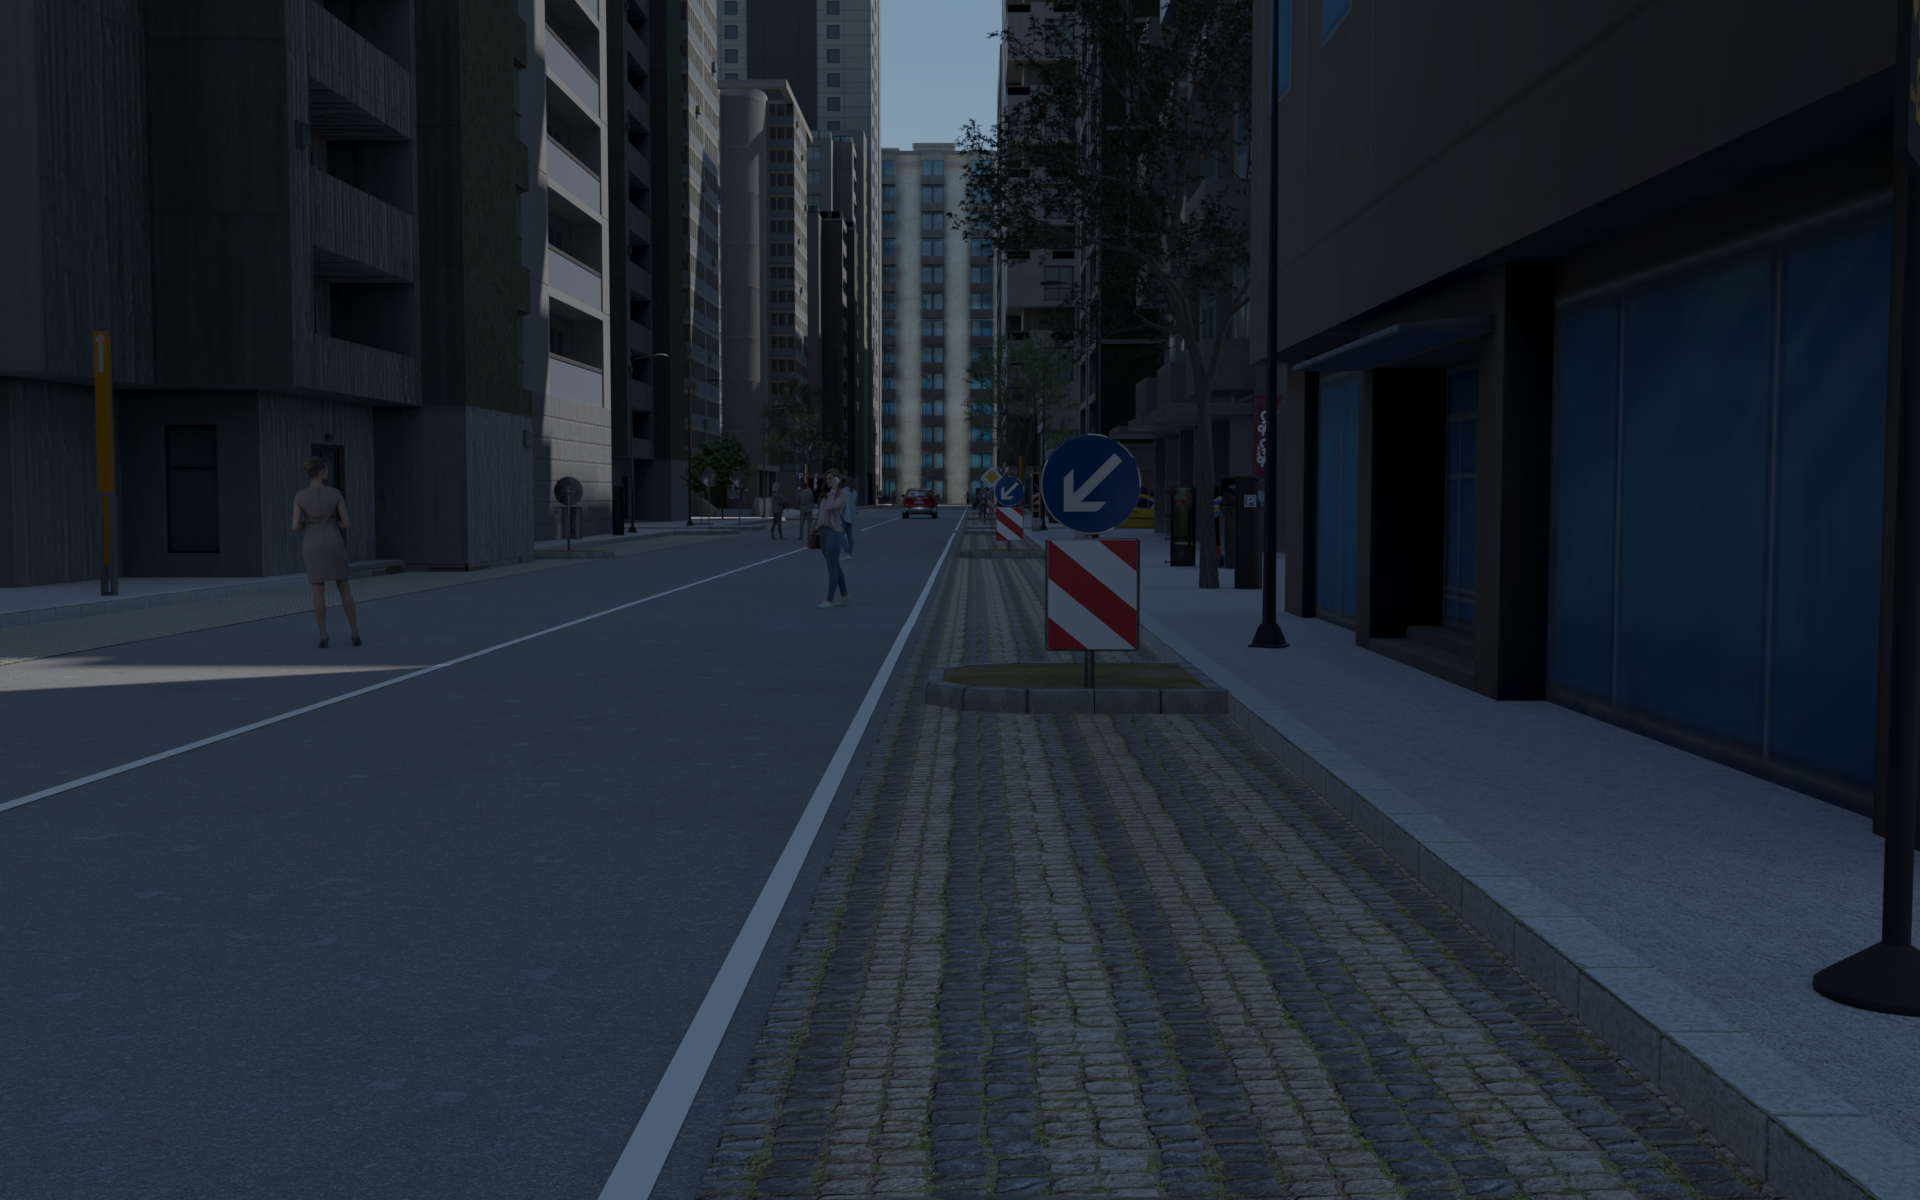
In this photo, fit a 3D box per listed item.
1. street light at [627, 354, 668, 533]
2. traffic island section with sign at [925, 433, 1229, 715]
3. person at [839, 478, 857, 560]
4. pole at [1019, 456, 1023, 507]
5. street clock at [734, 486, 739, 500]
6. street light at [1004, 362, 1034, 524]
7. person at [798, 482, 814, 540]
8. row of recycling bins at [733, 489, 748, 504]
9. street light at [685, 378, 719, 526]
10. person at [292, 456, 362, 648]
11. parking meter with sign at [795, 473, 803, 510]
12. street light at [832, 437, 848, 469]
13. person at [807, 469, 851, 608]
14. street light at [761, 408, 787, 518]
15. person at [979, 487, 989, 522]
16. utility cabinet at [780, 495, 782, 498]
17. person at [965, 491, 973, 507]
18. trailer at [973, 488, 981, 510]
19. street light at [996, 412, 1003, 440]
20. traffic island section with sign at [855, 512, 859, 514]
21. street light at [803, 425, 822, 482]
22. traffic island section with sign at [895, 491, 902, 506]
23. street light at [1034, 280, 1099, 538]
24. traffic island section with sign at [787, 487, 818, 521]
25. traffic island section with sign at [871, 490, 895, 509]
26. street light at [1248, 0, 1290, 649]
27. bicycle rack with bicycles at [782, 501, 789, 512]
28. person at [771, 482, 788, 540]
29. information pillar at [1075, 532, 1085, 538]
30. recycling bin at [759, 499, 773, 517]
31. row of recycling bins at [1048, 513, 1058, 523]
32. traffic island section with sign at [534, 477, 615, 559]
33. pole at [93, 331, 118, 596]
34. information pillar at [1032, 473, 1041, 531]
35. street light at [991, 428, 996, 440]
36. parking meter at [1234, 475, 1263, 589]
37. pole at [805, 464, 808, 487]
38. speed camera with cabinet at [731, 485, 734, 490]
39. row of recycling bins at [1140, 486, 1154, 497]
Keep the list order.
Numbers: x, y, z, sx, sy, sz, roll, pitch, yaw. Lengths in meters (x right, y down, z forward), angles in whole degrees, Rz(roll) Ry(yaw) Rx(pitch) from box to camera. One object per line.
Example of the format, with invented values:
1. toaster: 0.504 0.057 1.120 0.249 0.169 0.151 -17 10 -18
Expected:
1. street light: -10.374 -5.196 57.500 1.470 5.913 1.316 0 4 0
2. traffic island section with sign: 0.761 -0.215 12.151 1.989 1.847 2.006 0 4 0
3. person: -2.452 -1.764 37.613 0.793 1.790 0.793 0 4 1
4. pole: 3.256 -6.021 92.288 0.158 3.312 0.155 0 3 0
5. street clock: -16.515 -7.548 127.972 0.358 2.002 0.471 1 4 11
6. street light: 2.402 -5.408 60.957 1.470 5.913 1.316 0 4 0
7. person: -4.856 -2.808 54.594 0.511 1.800 0.466 -1 4 -10
8. row of recycling bins: -16.571 -7.627 131.813 3.534 1.692 1.069 0 4 7
9. street light: -10.346 -5.937 69.616 1.470 5.913 1.316 0 4 0
10. person: -5.910 -0.448 16.162 0.599 1.781 0.374 -1 4 -23
11. parking meter with sign: -13.054 -8.855 141.046 0.543 3.016 1.738 0 4 5
12. street light: -9.731 -10.241 139.987 1.470 5.913 1.316 0 4 0
13. person: -1.587 -0.784 21.904 0.643 1.750 0.593 -2 4 -35
14. street light: -10.032 -7.393 93.411 1.470 5.913 1.316 0 4 0
15. person: 1.227 -4.892 88.660 0.537 1.800 0.526 0 4 8
16. utility cabinet: -15.294 -8.110 143.766 1.020 1.237 0.306 1 4 14
17. person: 0.919 -11.037 189.734 0.721 1.735 1.217 -3 5 -44
18. trailer: 1.946 -9.340 159.753 1.471 1.999 3.904 0 4 2
19. street light: 2.935 -7.667 97.904 1.470 5.913 1.316 0 4 0
20. traffic island section with sign: -8.134 -6.914 121.667 1.989 1.847 2.006 0 4 0
21. street light: -9.997 -8.817 116.700 1.470 5.913 1.316 0 4 0
22. traffic island section with sign: -7.501 -11.662 199.304 1.989 1.847 2.006 0 4 0
23. street light: 2.435 -3.983 37.668 1.470 5.913 1.316 0 4 0
24. traffic island section with sign: -8.346 -5.230 94.146 1.989 1.847 2.006 0 4 0
25. traffic island section with sign: -7.732 -9.953 171.362 1.989 1.847 2.006 0 4 0
26. street light: 2.054 -2.559 14.382 1.470 5.913 1.316 0 4 0
27. bicycle rack with bicycles: -13.567 -6.905 126.279 2.852 0.926 2.925 3 5 41
28. person: -5.710 -2.806 54.564 0.526 1.800 0.537 -1 4 -10
29. information pillar: 3.127 -2.403 43.776 0.304 2.012 0.304 3 5 44
30. recycling bin: -10.848 -5.199 97.553 0.722 1.027 0.722 1 4 21
31. row of recycling bins: 5.651 -4.217 76.069 3.534 1.692 1.069 0 4 -1
32. traffic island section with sign: -8.795 -1.834 38.606 1.989 1.847 2.006 0 4 0
33. pole: -10.763 -1.711 21.823 0.158 3.312 0.155 0 3 0
34. information pillar: 2.644 -3.391 59.942 0.304 2.012 0.304 0 4 8
35. street light: 3.082 -9.092 121.192 1.470 5.913 1.316 0 4 0
36. parking meter: 3.907 -0.919 23.436 0.372 1.533 0.369 0 3 0
37. pole: -10.413 -7.568 117.582 0.158 3.312 0.155 0 3 0
38. speed camera with cabinet: -16.767 -8.557 134.238 2.038 3.252 0.660 0 4 5
39. row of recycling bins: 8.057 -4.578 81.963 3.534 1.692 1.069 0 4 -4
